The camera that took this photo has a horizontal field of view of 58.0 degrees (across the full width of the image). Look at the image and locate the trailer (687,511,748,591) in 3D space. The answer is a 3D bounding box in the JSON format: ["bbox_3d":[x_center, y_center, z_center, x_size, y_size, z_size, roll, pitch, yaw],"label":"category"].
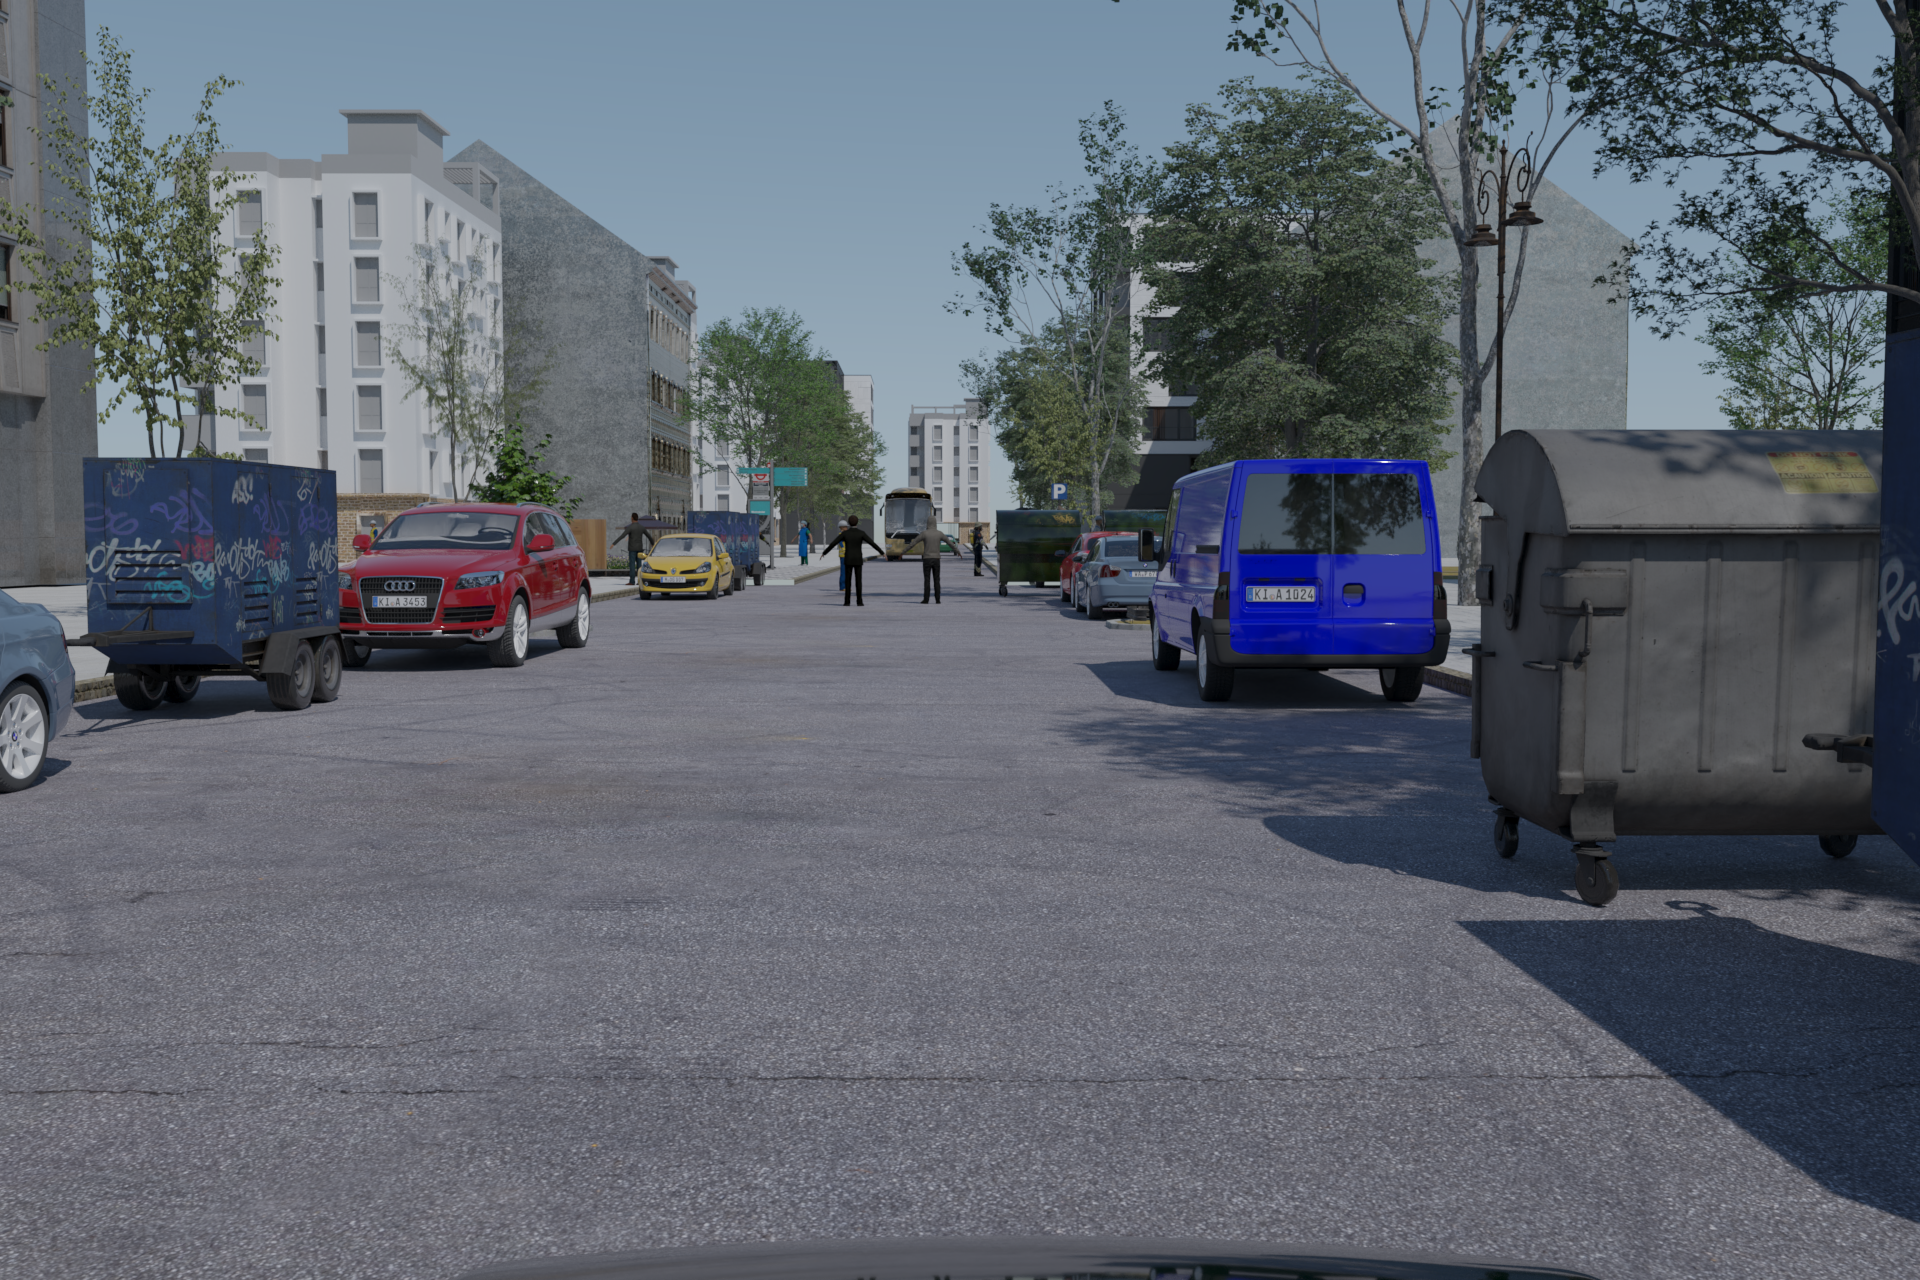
[{"bbox_3d":[-6.198,-2.209,43.168,1.471,1.999,3.904,0,3,0],"label":"trailer"}]

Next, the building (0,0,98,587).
[{"bbox_3d":[-27.921,-13.220,33.402,12.078,24.872,19.932,0,4,1],"label":"building"}]

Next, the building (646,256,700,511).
[{"bbox_3d":[-24.827,-16.071,119.177,16.016,20.090,11.380,0,4,0],"label":"building"}]

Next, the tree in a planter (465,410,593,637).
[{"bbox_3d":[-6.418,-1.700,25.023,1.991,3.239,1.994,0,4,0],"label":"tree in a planter"}]

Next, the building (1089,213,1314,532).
[{"bbox_3d":[23.269,-17.293,126.719,27.936,21.610,32.646,0,4,0],"label":"building"}]

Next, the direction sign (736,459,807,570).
[{"bbox_3d":[-6.737,-4.516,62.603,2.525,3.948,1.411,0,4,-1],"label":"direction sign"}]

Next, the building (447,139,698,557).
[{"bbox_3d":[-26.926,-16.821,105.952,19.493,23.208,18.063,0,4,-1],"label":"building"}]

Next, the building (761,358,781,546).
[{"bbox_3d":[-25.202,-19.966,182.867,16.016,20.090,11.380,0,4,-1],"label":"building"}]

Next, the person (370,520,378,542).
[{"bbox_3d":[-23.731,-3.917,70.004,0.705,1.833,1.349,-2,4,-31],"label":"person"}]

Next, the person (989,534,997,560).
[{"bbox_3d":[2.009,-4.827,85.110,1.347,1.806,0.705,-2,4,-35],"label":"person"}]

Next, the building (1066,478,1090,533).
[{"bbox_3d":[23.343,-23.826,220.480,19.493,23.208,18.063,0,3,0],"label":"building"}]

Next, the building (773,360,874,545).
[{"bbox_3d":[-25.282,-22.977,219.649,27.936,21.610,32.646,0,4,-1],"label":"building"}]

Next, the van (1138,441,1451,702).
[{"bbox_3d":[2.985,-0.739,16.462,2.240,2.365,5.245,0,4,-1],"label":"van"}]

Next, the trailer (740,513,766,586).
[{"bbox_3d":[-6.208,-2.477,47.544,1.471,1.999,3.904,0,3,0],"label":"trailer"}]

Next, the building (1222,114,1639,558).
[{"bbox_3d":[25.898,-16.468,100.181,19.493,23.208,18.063,0,4,0],"label":"building"}]

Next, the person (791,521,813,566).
[{"bbox_3d":[-6.302,-3.882,69.595,0.704,1.817,1.347,-3,5,-42],"label":"person"}]

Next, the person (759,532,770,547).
[{"bbox_3d":[-6.329,-2.804,51.614,1.354,1.858,0.705,-1,4,-14],"label":"person"}]

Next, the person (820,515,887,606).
[{"bbox_3d":[-2.116,-1.575,34.388,1.347,1.806,0.705,0,4,-2],"label":"person"}]

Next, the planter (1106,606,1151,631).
[{"bbox_3d":[3.262,-0.334,26.593,1.991,0.319,1.994,0,4,0],"label":"planter"}]

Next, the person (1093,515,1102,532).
[{"bbox_3d":[4.227,-2.859,52.606,0.705,1.847,1.347,0,4,7],"label":"person"}]

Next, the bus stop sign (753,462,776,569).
[{"bbox_3d":[-7.275,-4.636,64.501,0.855,3.939,0.416,0,4,0],"label":"bus stop sign"}]

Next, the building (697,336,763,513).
[{"bbox_3d":[-25.390,-18.951,166.275,16.016,20.090,11.380,0,4,0],"label":"building"}]

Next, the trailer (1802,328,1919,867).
[{"bbox_3d":[3.147,0.168,4.299,1.471,1.999,3.904,0,4,-1],"label":"trailer"}]

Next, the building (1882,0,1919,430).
[{"bbox_3d":[26.294,-12.281,29.463,12.332,23.479,15.834,0,4,0],"label":"building"}]

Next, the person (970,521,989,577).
[{"bbox_3d":[0.636,-3.075,58.511,0.705,1.856,1.354,-1,4,-19],"label":"person"}]

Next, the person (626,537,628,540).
[{"bbox_3d":[-16.643,-4.913,87.130,0.721,1.733,1.217,0,4,0],"label":"person"}]

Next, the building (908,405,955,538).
[{"bbox_3d":[-6.969,-23.570,244.247,11.380,20.090,16.016,0,4,-2],"label":"building"}]

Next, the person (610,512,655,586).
[{"bbox_3d":[-8.126,-2.274,43.244,0.705,1.821,1.348,3,5,44],"label":"person"}]

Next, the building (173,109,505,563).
[{"bbox_3d":[-28.991,-13.591,78.626,16.016,20.090,11.380,0,4,0],"label":"building"}]

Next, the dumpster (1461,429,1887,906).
[{"bbox_3d":[3.139,0.065,7.147,1.865,1.857,1.264,0,4,-1],"label":"dumpster"}]

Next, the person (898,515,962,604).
[{"bbox_3d":[-0.587,-1.648,35.533,1.348,1.813,0.705,-1,4,-13],"label":"person"}]

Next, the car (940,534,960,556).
[{"bbox_3d":[-1.072,-6.371,115.962,2.131,1.459,4.920,0,3,0],"label":"car"}]

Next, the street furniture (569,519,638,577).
[{"bbox_3d":[-12.583,-2.932,54.796,9.812,1.723,11.010,-1,4,-17],"label":"street furniture"}]

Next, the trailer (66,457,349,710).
[{"bbox_3d":[-6.046,-0.404,13.654,1.471,1.999,3.904,0,4,-1],"label":"trailer"}]

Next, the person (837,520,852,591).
[{"bbox_3d":[-2.833,-2.109,43.399,0.721,1.772,1.216,0,4,4],"label":"person"}]
